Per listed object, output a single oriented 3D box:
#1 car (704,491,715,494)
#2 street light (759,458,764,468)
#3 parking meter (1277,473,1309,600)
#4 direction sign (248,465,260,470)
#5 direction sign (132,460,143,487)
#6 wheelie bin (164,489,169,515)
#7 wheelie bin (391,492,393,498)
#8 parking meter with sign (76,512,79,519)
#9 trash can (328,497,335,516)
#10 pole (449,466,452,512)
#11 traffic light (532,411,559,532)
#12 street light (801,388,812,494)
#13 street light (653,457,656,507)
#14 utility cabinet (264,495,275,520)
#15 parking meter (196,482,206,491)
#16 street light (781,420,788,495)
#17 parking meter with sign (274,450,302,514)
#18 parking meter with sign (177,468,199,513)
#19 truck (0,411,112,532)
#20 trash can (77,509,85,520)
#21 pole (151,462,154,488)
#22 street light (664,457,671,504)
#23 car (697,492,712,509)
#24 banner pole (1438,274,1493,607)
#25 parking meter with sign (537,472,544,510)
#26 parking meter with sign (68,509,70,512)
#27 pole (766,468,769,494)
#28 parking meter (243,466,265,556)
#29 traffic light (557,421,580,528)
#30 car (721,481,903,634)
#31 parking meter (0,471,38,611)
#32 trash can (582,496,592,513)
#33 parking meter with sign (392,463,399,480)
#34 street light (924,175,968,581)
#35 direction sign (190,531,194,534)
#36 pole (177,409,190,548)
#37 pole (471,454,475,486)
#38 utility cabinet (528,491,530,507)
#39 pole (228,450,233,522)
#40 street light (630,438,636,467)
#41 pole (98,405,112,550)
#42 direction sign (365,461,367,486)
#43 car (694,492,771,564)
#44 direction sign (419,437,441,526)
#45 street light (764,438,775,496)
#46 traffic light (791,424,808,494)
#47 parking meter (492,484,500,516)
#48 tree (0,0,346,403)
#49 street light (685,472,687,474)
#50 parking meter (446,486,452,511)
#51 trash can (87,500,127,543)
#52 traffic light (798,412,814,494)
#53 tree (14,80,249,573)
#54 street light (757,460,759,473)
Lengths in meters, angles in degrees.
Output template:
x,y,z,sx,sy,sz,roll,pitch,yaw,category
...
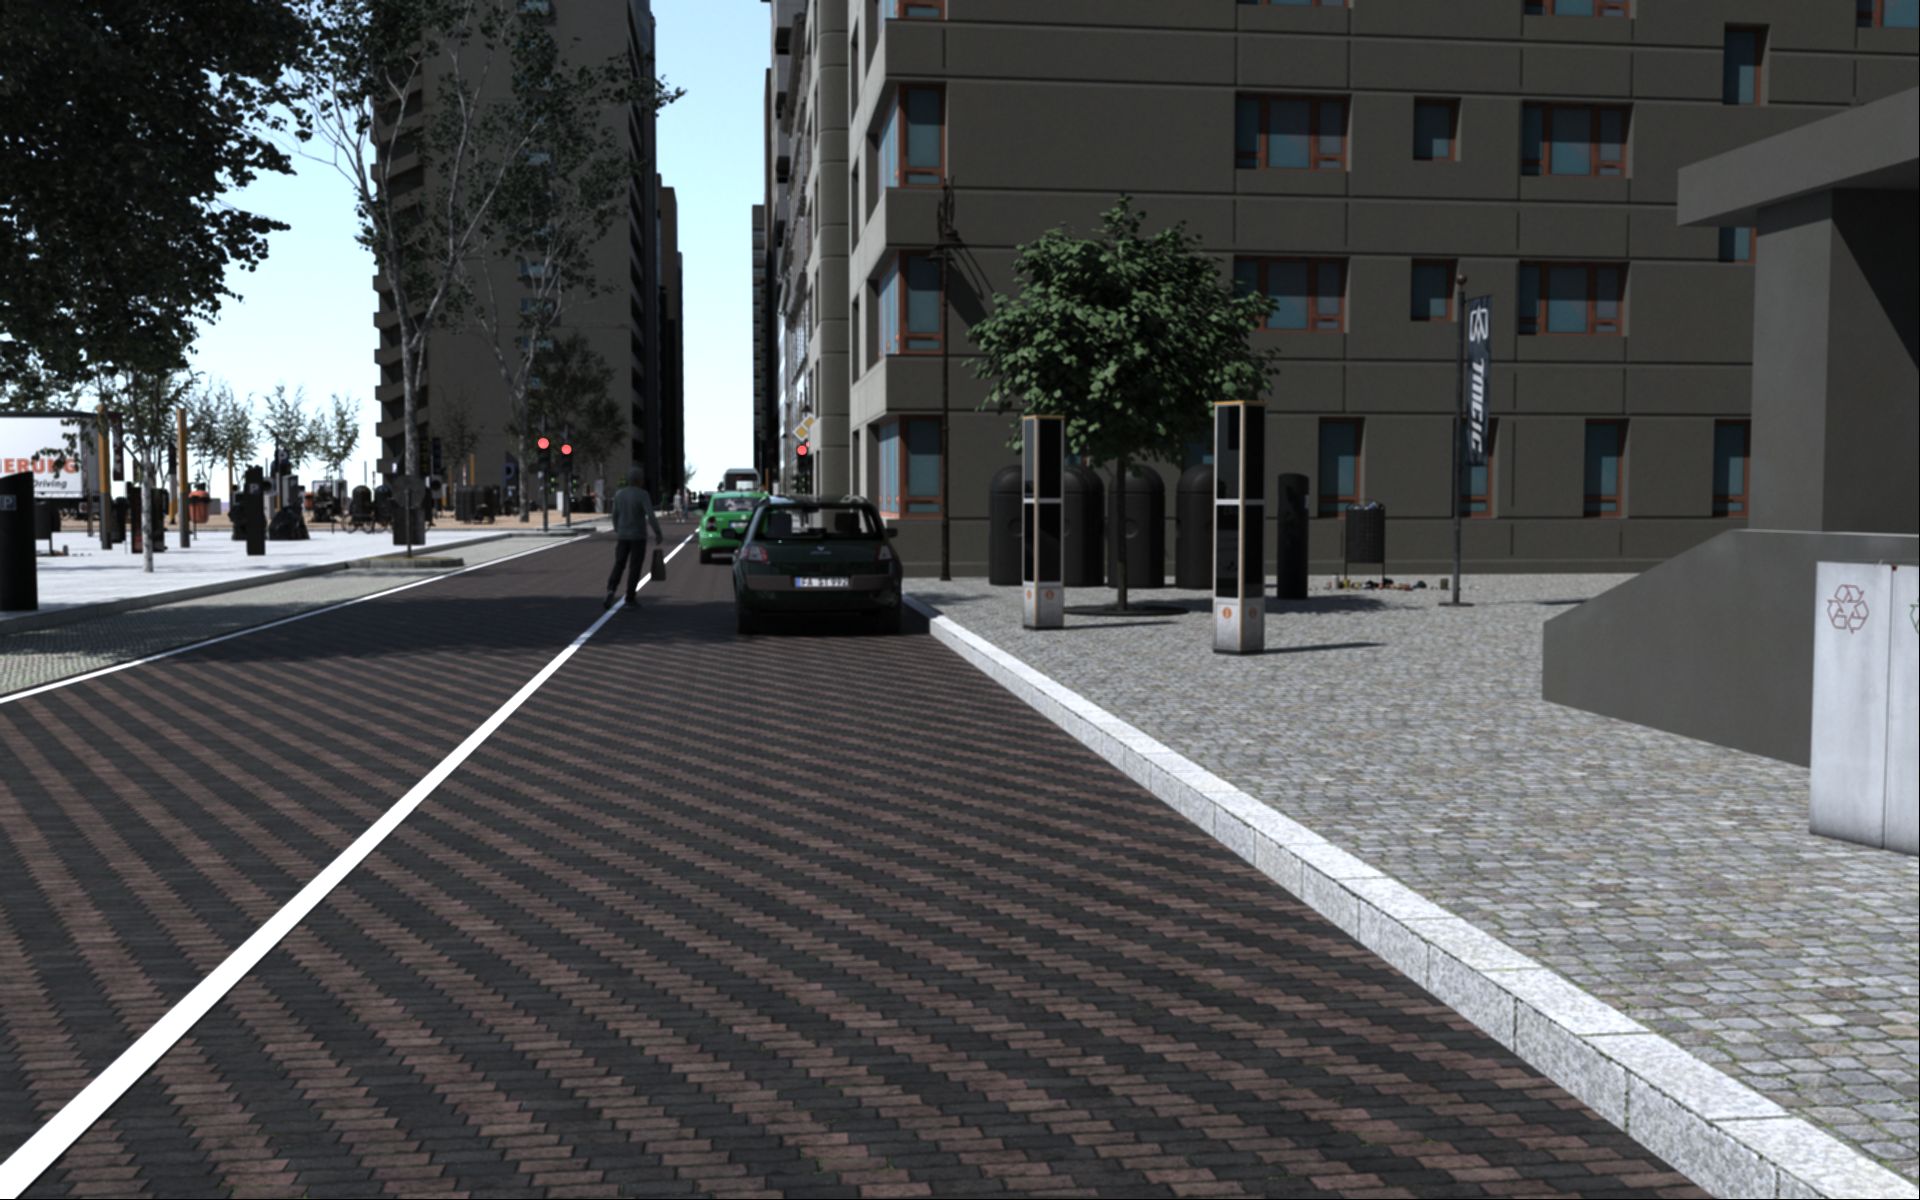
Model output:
x,y,z,sx,sy,sz,roll,pitch,yaw,category
-33.280,-13.570,230.545,2.281,1.827,5.304,0,4,-8,car
-20.704,-12.871,183.224,0.468,5.910,1.993,0,4,-7,street light
4.072,-0.781,21.185,0.372,1.533,0.369,0,3,0,parking meter
-54.634,-8.687,134.036,0.876,3.537,0.379,-1,4,-8,direction sign
-53.835,-7.443,113.688,0.876,3.537,0.379,0,4,1,direction sign
-48.974,-6.029,106.475,0.693,1.594,0.980,2,4,35,wheelie bin
-45.346,-7.911,137.249,0.980,1.594,0.693,3,5,43,wheelie bin
-45.324,-5.688,89.256,0.543,3.016,1.738,-2,4,-24,parking meter with sign
-36.173,-5.364,99.361,0.748,1.137,0.748,0,3,0,trash can
-36.770,-8.024,125.036,0.158,3.312,0.155,0,3,0,pole
-13.985,-4.250,58.416,0.839,4.253,0.868,0,4,-7,traffic light
-6.561,-6.188,73.969,0.468,5.910,1.993,0,4,-7,street light
-31.290,-12.463,176.564,0.468,5.910,1.993,0,4,-7,street light
-34.765,-4.631,86.882,1.020,1.237,0.306,3,5,40,utility cabinet
-38.107,-4.972,87.005,0.399,1.863,0.255,1,4,13,parking meter
-10.937,-8.273,108.054,0.468,5.910,1.993,0,4,-7,street light
-26.549,-4.426,68.622,0.543,3.016,1.738,-3,5,-41,parking meter with sign
-52.409,-7.395,117.176,1.738,3.016,0.543,-2,4,-30,parking meter with sign
-35.309,-4.298,59.183,11.283,4.237,2.839,0,4,-5,truck
-44.076,-4.612,87.066,0.748,1.137,0.748,0,3,0,trash can
-51.412,-7.122,110.287,0.158,3.312,0.155,0,3,0,pole
-35.898,-14.581,211.184,0.468,5.910,1.993,0,4,-7,street light
-24.156,-9.542,165.793,2.009,1.686,4.222,-1,4,-9,car
5.757,-1.807,19.568,0.401,3.779,0.863,-1,4,-14,banner pole
-32.354,-8.415,133.851,0.543,3.016,1.738,-1,4,-14,parking meter with sign
-58.706,-7.292,115.493,0.543,3.016,1.738,1,4,15,parking meter with sign
-15.284,-8.783,137.444,0.158,3.312,0.155,0,3,0,pole
-14.769,-1.866,36.225,0.399,1.863,0.255,-1,4,-22,parking meter
-15.010,-4.735,66.335,0.839,4.253,0.868,0,4,-7,traffic light
-1.640,-0.576,19.205,2.009,1.686,4.222,0,4,-8,car
-10.417,-0.655,19.127,0.372,1.533,0.369,0,3,0,parking meter
-24.986,-6.385,116.055,0.748,1.137,0.748,0,3,0,trash can
-31.235,-6.239,98.273,1.738,3.016,0.543,-3,5,-45,parking meter with sign
-0.214,-3.224,25.494,0.468,5.910,1.993,0,4,-7,street light
-24.726,-3.874,55.341,0.379,3.537,0.876,-2,4,-28,direction sign
-18.596,-2.913,41.469,0.158,3.312,0.155,0,3,0,pole
-24.769,-5.764,88.080,0.158,3.312,0.155,0,3,0,pole
-35.179,-7.986,139.257,1.173,1.500,0.318,1,4,16,utility cabinet
-33.392,-5.228,79.326,0.158,3.312,0.155,0,3,0,pole
-26.976,-10.403,142.879,0.468,5.910,1.993,0,4,-7,street light
-19.718,-2.819,39.933,0.158,3.312,0.155,0,3,0,pole
-40.220,-7.660,117.239,0.379,3.537,0.876,-2,4,-24,direction sign
-4.693,-1.726,37.022,1.959,1.807,4.718,-1,4,-9,car
-21.196,-4.730,69.339,0.876,3.537,0.379,-3,4,-37,direction sign
-16.439,-10.810,149.533,0.468,5.910,1.993,0,4,-7,street light
-6.175,-4.806,67.491,0.839,4.253,0.868,0,4,-7,traffic light
-27.564,-5.951,103.002,0.399,1.863,0.255,1,4,16,parking meter
-10.522,-6.684,15.938,9.857,13.997,8.962,0,3,0,tree
-46.458,-19.624,293.638,0.468,5.910,1.993,0,4,-7,street light
-39.129,-7.758,132.549,0.255,1.863,0.399,1,4,21,parking meter
-22.107,-2.050,45.167,0.748,1.137,0.748,0,3,0,trash can
-5.149,-4.321,59.572,0.839,4.253,0.868,0,4,-7,traffic light
-13.485,-4.767,28.302,4.360,8.622,3.978,0,3,0,tree
-25.075,-14.960,217.381,0.468,5.910,1.993,0,4,-7,street light
